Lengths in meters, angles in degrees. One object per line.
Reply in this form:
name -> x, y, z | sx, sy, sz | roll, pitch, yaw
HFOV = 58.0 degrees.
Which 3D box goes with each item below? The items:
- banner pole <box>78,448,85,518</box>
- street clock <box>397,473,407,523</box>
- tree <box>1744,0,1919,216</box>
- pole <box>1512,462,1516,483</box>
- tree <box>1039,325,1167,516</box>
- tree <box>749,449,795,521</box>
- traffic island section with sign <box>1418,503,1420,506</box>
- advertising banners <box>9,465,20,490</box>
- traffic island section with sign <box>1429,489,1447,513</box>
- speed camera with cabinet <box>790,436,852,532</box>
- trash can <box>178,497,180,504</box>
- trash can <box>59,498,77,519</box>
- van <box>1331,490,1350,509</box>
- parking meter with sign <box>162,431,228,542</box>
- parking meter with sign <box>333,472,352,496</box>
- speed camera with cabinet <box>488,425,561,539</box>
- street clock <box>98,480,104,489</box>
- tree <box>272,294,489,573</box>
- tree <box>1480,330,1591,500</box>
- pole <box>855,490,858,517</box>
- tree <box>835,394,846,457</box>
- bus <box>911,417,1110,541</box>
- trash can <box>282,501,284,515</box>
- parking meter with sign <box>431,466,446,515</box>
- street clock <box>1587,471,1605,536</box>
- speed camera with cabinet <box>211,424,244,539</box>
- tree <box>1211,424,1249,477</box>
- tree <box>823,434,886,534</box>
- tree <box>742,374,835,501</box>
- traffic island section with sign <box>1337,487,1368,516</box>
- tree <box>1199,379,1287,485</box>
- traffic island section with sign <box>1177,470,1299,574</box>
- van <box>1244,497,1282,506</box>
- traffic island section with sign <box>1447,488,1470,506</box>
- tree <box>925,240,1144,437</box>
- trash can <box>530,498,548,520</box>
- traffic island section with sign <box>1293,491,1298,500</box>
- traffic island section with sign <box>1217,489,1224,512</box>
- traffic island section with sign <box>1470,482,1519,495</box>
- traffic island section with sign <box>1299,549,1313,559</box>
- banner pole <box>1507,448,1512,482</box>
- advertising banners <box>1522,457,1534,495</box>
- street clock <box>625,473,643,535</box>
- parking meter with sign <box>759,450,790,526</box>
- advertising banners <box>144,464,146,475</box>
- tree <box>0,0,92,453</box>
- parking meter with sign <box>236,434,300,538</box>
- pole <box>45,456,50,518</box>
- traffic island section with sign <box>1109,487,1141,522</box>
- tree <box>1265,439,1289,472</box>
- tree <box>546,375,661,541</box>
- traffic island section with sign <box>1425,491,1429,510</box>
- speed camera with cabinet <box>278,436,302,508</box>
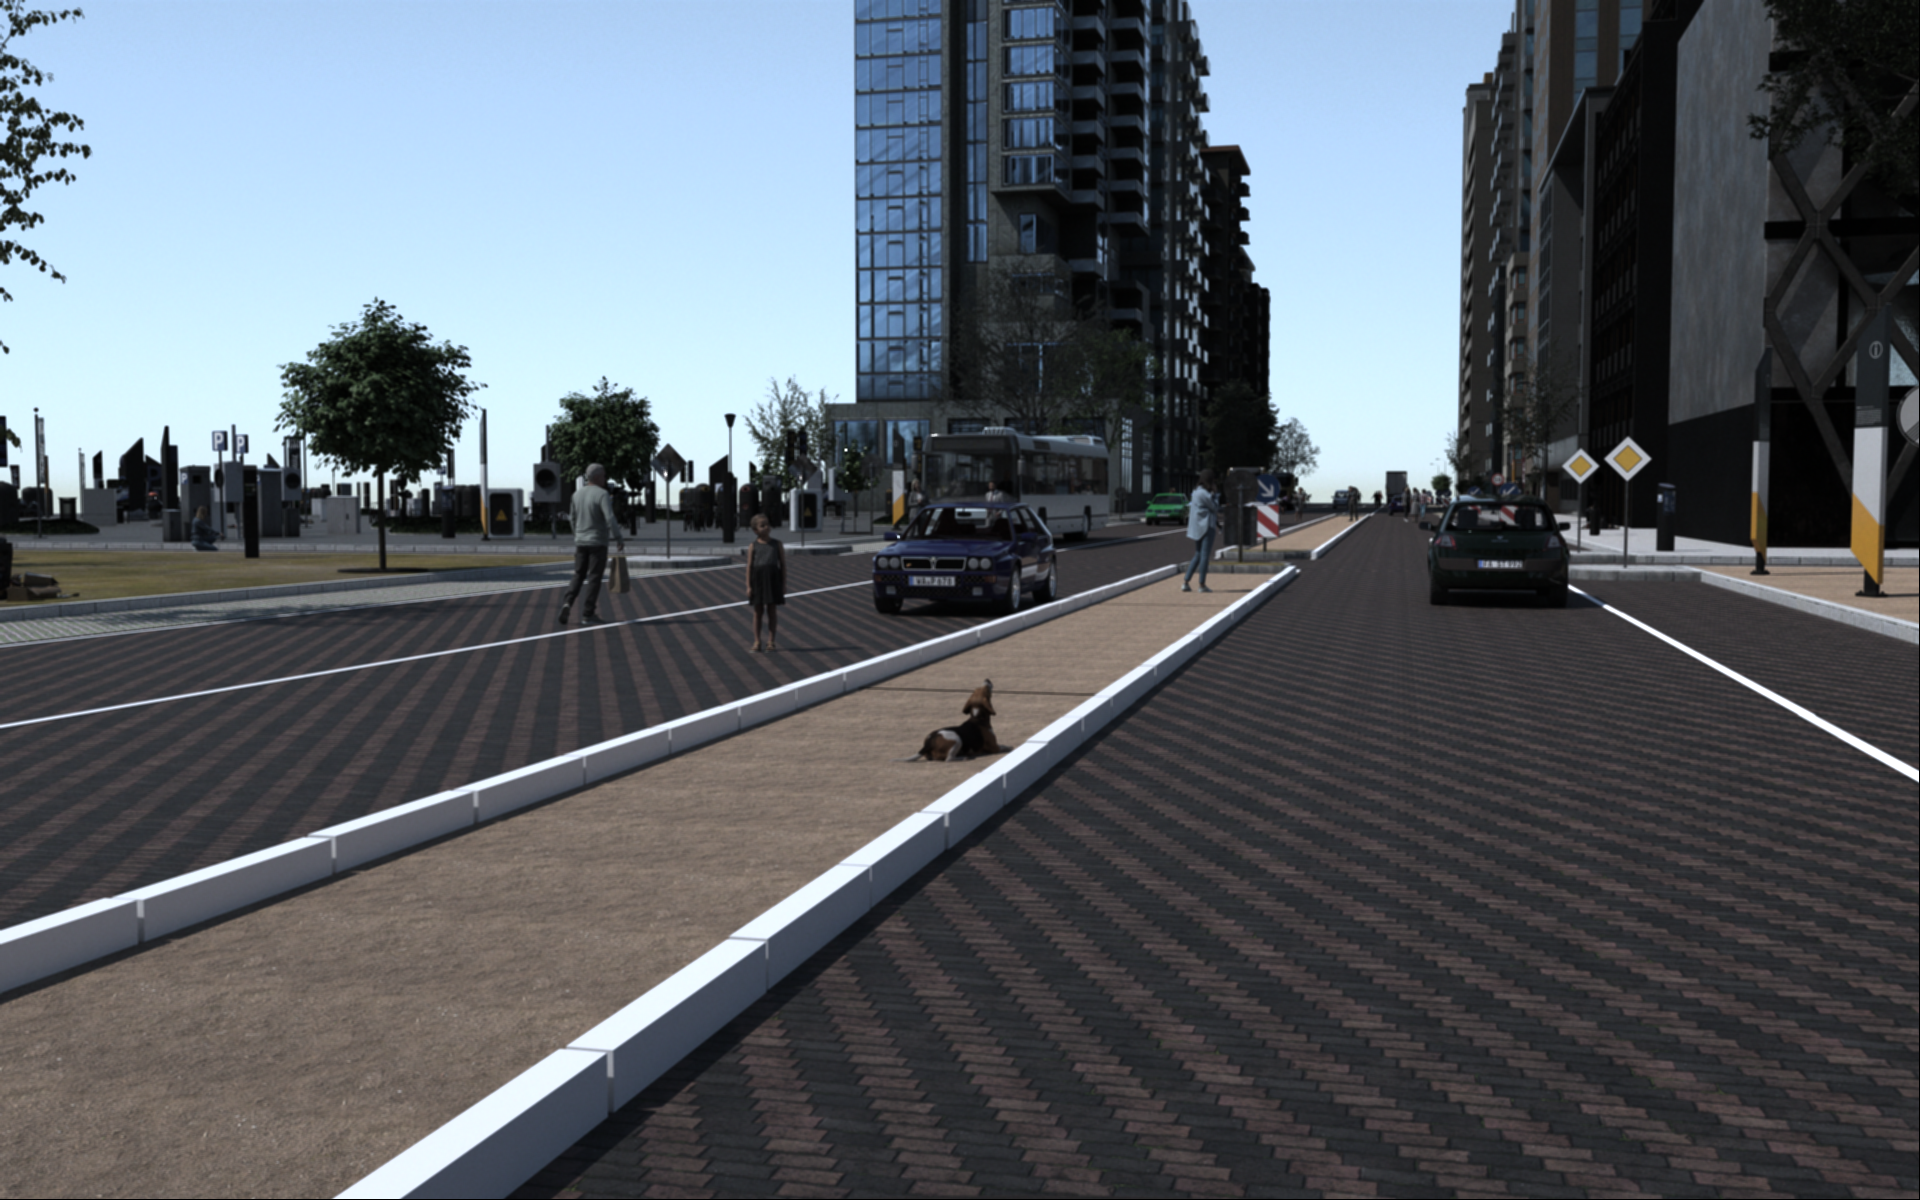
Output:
banner pole -> -47.672, -6.365, 94.077 | 0.863, 3.779, 0.401 | 3, 5, 44
street clock -> -19.533, -3.432, 60.688 | 0.358, 2.002, 0.471 | -2, 4, -34
tree -> 10.439, -4.882, 14.235 | 7.601, 10.594, 8.767 | -3, 5, -43
pole -> 34.715, -7.018, 108.579 | 0.158, 3.312, 0.155 | 0, 3, 0
tree -> 8.578, -10.866, 103.419 | 9.928, 11.665, 9.643 | 0, 3, 0
tree -> -8.315, -4.890, 74.548 | 1.663, 3.219, 1.824 | 0, 3, 0
traffic island section with sign -> 57.733, -12.540, 213.660 | 1.989, 1.847, 2.006 | 1, 4, 14
advertising banners -> -56.061, -6.617, 104.368 | 2.074, 3.025, 0.090 | -2, 4, -26
traffic island section with sign -> 37.564, -7.669, 134.018 | 1.989, 1.847, 2.006 | 1, 4, 14
speed camera with cabinet -> -4.720, -3.943, 58.808 | 2.038, 3.252, 0.660 | -1, 4, -22
trash can -> -45.085, -5.361, 99.309 | 0.748, 1.137, 0.748 | 0, 3, 0
trash can -> -37.004, -3.681, 71.846 | 0.748, 1.137, 0.748 | 0, 3, 0
van -> 37.545, -9.978, 170.158 | 2.013, 2.044, 4.112 | 1, 4, 15
parking meter with sign -> -20.867, -3.116, 47.205 | 0.543, 3.016, 1.738 | 2, 4, 31
parking meter with sign -> -42.295, -7.532, 119.407 | 1.738, 3.016, 0.543 | -1, 4, -22
speed camera with cabinet -> -12.467, -3.367, 49.386 | 2.038, 3.252, 0.660 | 0, 4, -3
street clock -> -45.084, -5.285, 90.982 | 0.358, 2.002, 0.471 | -1, 4, -20
tree -> -9.499, -2.748, 28.642 | 4.285, 4.588, 4.351 | 0, 3, 0
tree -> 25.805, -7.765, 77.326 | 4.360, 8.622, 3.978 | 0, 3, 0
pole -> -5.772, -6.263, 96.239 | 0.158, 3.312, 0.155 | 0, 3, 0
tree -> -9.851, -10.259, 118.098 | 4.737, 8.622, 4.395 | 0, 3, 0
bus -> 1.773, -3.361, 49.813 | 2.948, 3.499, 13.247 | 1, 4, 16
trash can -> -27.762, -3.590, 70.352 | 0.748, 1.137, 0.748 | 0, 3, 0
parking meter with sign -> -31.813, -6.689, 105.625 | 0.543, 3.016, 1.738 | 0, 4, -2
street clock -> 20.109, -3.069, 54.745 | 0.471, 2.002, 0.358 | -1, 4, -20
speed camera with cabinet -> -21.263, -3.379, 49.575 | 2.038, 3.252, 0.660 | 3, 5, 41
tree -> 28.208, -14.042, 179.941 | 4.360, 8.622, 3.978 | 0, 3, 0
tree -> -3.456, -3.726, 55.525 | 1.663, 3.219, 1.824 | 0, 3, 0
tree -> -10.846, -9.489, 105.514 | 4.737, 8.622, 4.395 | 0, 3, 0
traffic island section with sign -> 25.378, -6.346, 111.892 | 2.006, 1.907, 1.989 | 1, 4, 14
tree -> 30.622, -17.231, 188.384 | 9.857, 13.997, 8.962 | 0, 3, 0
traffic island section with sign -> 5.106, -1.451, 31.865 | 2.006, 1.907, 1.989 | 1, 4, 14
van -> 13.877, -4.464, 80.004 | 2.013, 2.044, 4.112 | 1, 4, 12
traffic island section with sign -> 25.441, -4.741, 86.147 | 1.989, 1.847, 2.006 | 1, 4, 14
tree -> 3.584, -10.588, 83.485 | 12.009, 13.543, 11.850 | 0, 3, 0
trash can -> -15.725, -3.253, 64.835 | 0.748, 1.137, 0.748 | 0, 3, 0
traffic island section with sign -> 47.508, -14.446, 244.817 | 1.989, 1.847, 2.006 | 1, 4, 14
traffic island section with sign -> 20.619, -7.953, 138.660 | 1.989, 1.847, 2.006 | 1, 4, 14
traffic island section with sign -> 18.683, -3.110, 59.473 | 1.989, 1.847, 2.006 | 1, 4, 14
traffic island section with sign -> 6.934, -1.890, 39.044 | 2.006, 1.907, 1.989 | 1, 4, 14
banner pole -> 29.875, -6.378, 94.291 | 0.401, 3.779, 0.863 | 2, 4, 33
advertising banners -> 26.551, -5.189, 81.034 | 0.090, 3.025, 2.074 | 0, 4, 5
street clock -> -10.189, -3.023, 53.992 | 0.471, 2.002, 0.358 | -1, 4, -8
parking meter with sign -> -7.554, -4.493, 69.725 | 1.738, 3.016, 0.543 | 2, 4, 28
advertising banners -> -49.018, -6.474, 102.042 | 2.074, 3.025, 0.090 | 0, 4, -5
tree -> -11.642, -4.211, 19.207 | 4.737, 8.622, 4.395 | 0, 3, 0
parking meter with sign -> -20.537, -3.377, 51.470 | 0.543, 3.016, 1.738 | 3, 4, 37
pole -> -48.387, -5.990, 91.774 | 0.158, 3.312, 0.155 | 0, 3, 0
traffic island section with sign -> 8.381, -5.001, 90.387 | 1.989, 1.847, 2.006 | 1, 4, 14
tree -> 40.215, -16.715, 223.653 | 4.737, 8.622, 4.395 | 0, 3, 0
tree -> -9.809, -3.935, 48.052 | 4.285, 4.588, 4.351 | 0, 3, 0
traffic island section with sign -> 44.390, -9.316, 160.949 | 1.989, 1.847, 2.006 | 1, 4, 14
speed camera with cabinet -> -23.378, -3.934, 58.649 | 0.660, 3.252, 2.038 | 3, 5, 41
